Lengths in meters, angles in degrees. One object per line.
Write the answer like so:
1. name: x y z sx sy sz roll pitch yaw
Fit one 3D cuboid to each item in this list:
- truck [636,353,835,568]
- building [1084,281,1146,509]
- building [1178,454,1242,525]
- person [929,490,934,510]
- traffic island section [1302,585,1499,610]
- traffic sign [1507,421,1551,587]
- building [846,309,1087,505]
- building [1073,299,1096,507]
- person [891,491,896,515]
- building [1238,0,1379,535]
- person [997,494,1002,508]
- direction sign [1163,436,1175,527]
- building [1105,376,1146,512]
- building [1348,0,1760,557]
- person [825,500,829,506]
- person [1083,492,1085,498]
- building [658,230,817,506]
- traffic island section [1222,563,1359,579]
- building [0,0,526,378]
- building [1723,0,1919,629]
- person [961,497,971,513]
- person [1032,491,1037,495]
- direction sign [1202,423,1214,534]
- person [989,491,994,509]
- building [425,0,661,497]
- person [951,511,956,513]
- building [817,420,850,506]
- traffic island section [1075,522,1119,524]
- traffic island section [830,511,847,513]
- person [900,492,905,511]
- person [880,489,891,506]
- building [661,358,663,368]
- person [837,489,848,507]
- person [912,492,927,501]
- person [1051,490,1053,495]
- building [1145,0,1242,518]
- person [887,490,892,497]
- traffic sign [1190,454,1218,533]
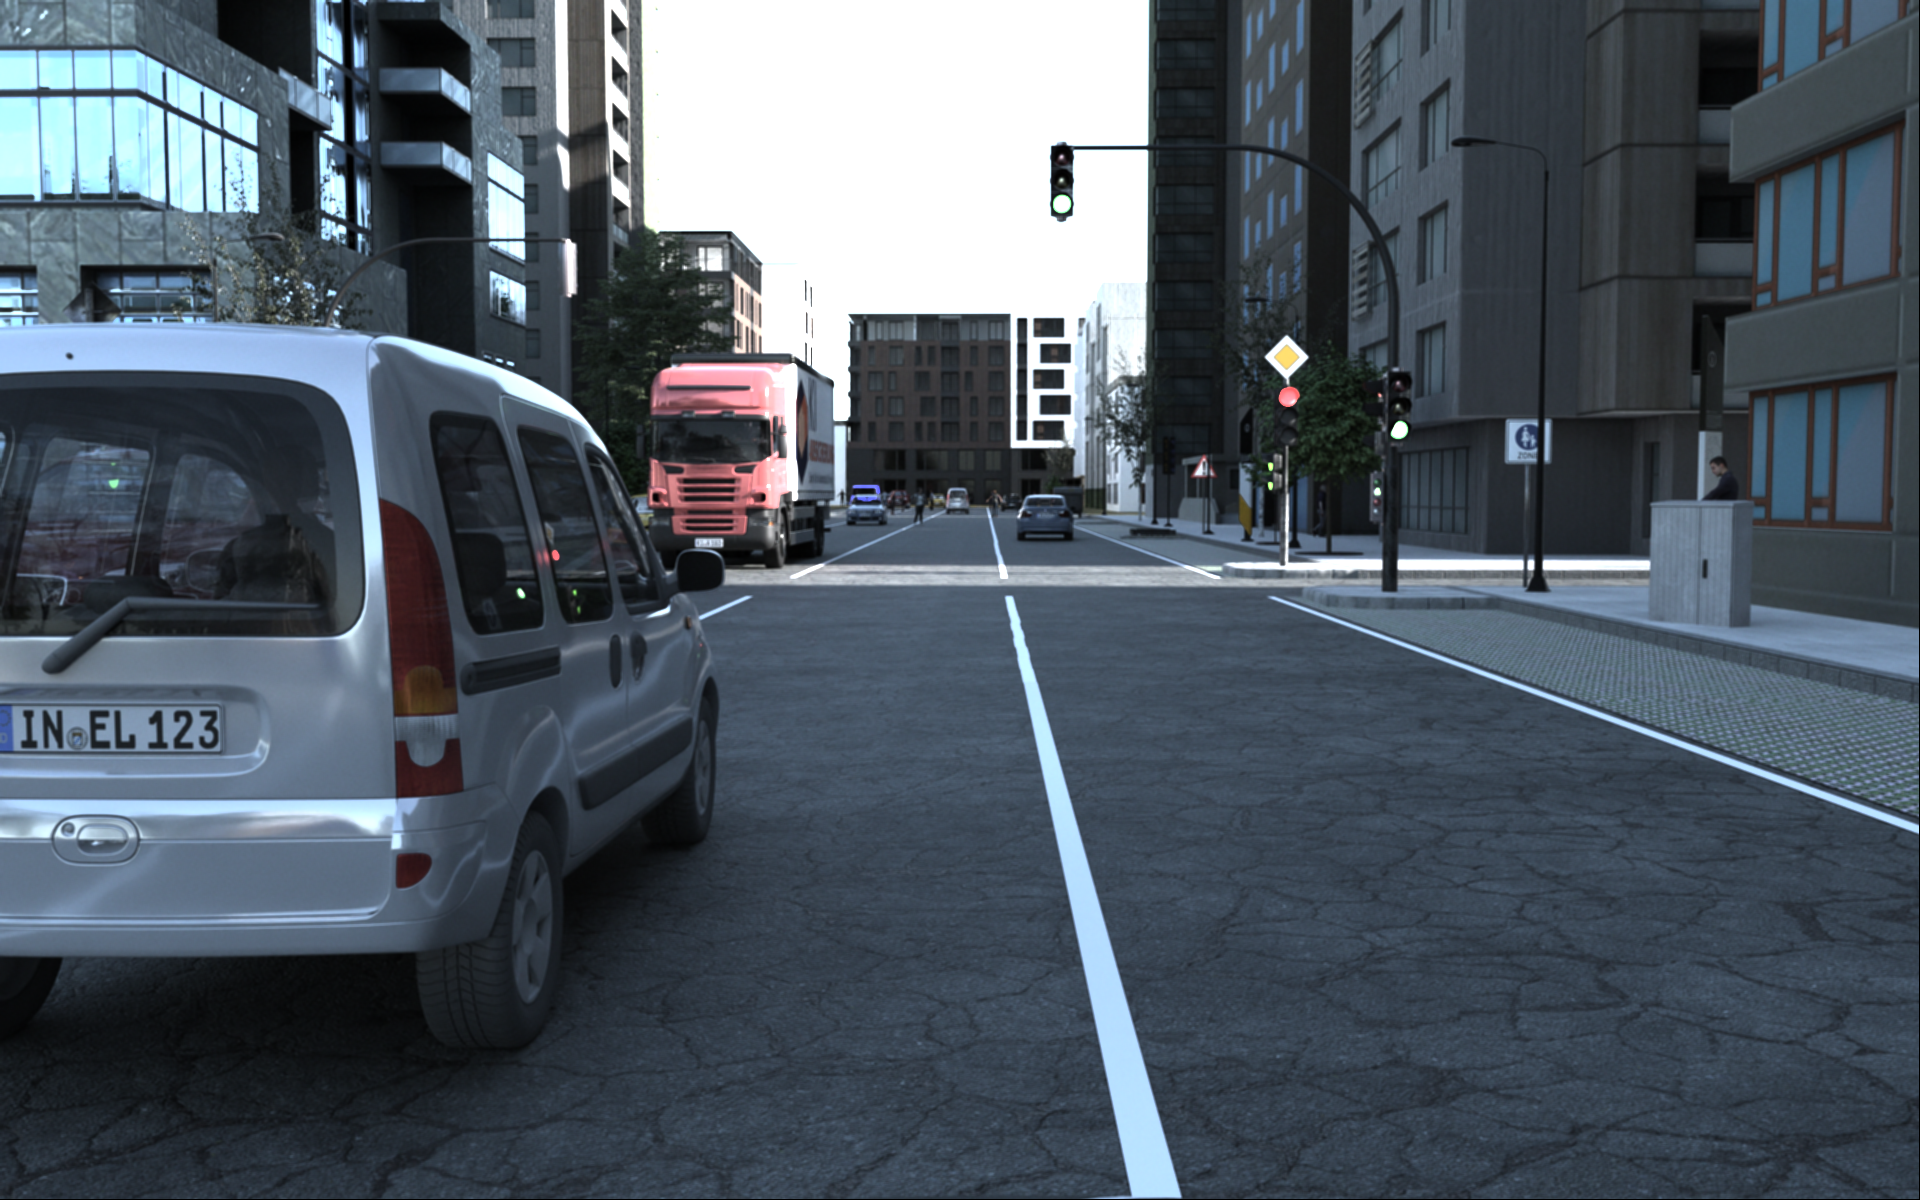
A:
1. truck: -4.458 -2.927 36.767 2.839 4.237 11.283 0 4 2
2. building: 20.296 -17.499 152.564 16.747 18.905 31.486 0 4 1
3. building: 26.971 -23.648 78.519 32.217 40.220 23.993 0 4 1
4. person: -2.537 -8.868 153.483 0.705 1.826 1.348 -1 4 -14
5. traffic island section: 5.663 -0.031 22.794 2.009 0.180 2.903 0 4 1
6. traffic sign: 7.767 -1.321 23.731 0.606 2.300 0.079 0 4 6
7. building: 3.676 -22.133 205.845 32.646 21.610 27.936 0 4 1
8. building: 19.550 -19.420 173.932 16.016 20.091 11.380 0 4 1
9. person: -4.626 -6.769 120.637 0.415 1.643 0.593 0 4 -3
10. building: 17.681 -25.033 59.403 14.600 45.320 14.200 0 4 1
11. person: 3.983 -10.174 178.073 0.697 1.427 0.421 -2 4 -25
12. direction sign: 8.251 -4.677 68.459 0.379 3.537 0.876 3 4 38
13. building: 15.797 -11.059 122.964 9.099 9.664 28.070 0 4 1
14. building: 17.163 -21.706 38.482 14.086 41.232 14.154 0 4 1
15. person: -11.678 -9.005 153.802 0.617 1.759 0.750 3 5 40
16. person: 9.510 -7.811 136.941 0.799 1.438 0.628 0 4 -3
17. building: -27.941 -18.770 150.862 27.936 21.610 32.646 0 4 1
18. traffic island section: 5.775 -0.520 30.778 2.009 0.180 2.903 0 4 1
19. building: -27.023 -45.271 52.857 22.319 86.520 31.000 0 4 1
20. building: 22.831 -9.831 5.775 27.650 21.520 28.899 0 4 1
21. person: 0.293 -7.459 131.185 1.217 1.736 0.721 2 4 28
22. person: 6.711 -8.952 155.781 0.541 1.710 0.530 3 5 39
23. direction sign: 7.951 -3.873 55.314 0.379 3.537 0.876 1 4 9
24. person: 3.108 -9.945 171.548 0.683 1.767 0.568 -3 5 -41
25. building: -25.180 -25.330 97.748 14.154 41.232 14.086 0 4 1
26. person: -0.465 -7.635 134.120 0.721 1.735 1.217 3 5 41
27. building: -26.813 -15.593 197.100 28.070 9.664 9.099 0 4 1
28. traffic island section: 6.491 -3.640 82.381 1.991 0.108 1.994 0 4 1
29. traffic island section: -9.607 -6.735 132.980 1.991 0.108 1.994 0 4 1
30. person: -4.812 -8.177 143.671 0.415 1.643 0.593 -1 4 -21
31. person: -5.936 -7.857 136.943 1.348 1.826 0.705 0 4 -6
32. building: -19.131 -10.921 120.705 9.099 9.664 28.070 0 4 1
33. person: -11.752 -10.201 173.352 1.217 1.766 0.721 1 4 17
34. person: -2.874 -6.941 122.708 1.217 1.735 0.721 2 4 28
35. person: 6.090 -6.178 110.237 0.721 1.743 1.217 0 4 2
36. building: 17.438 -19.981 98.383 14.160 30.474 14.107 0 4 1
37. person: -7.067 -10.349 177.690 1.348 1.826 0.705 1 4 11
38. traffic sign: 7.976 -3.464 56.645 0.884 2.594 0.081 0 4 7
